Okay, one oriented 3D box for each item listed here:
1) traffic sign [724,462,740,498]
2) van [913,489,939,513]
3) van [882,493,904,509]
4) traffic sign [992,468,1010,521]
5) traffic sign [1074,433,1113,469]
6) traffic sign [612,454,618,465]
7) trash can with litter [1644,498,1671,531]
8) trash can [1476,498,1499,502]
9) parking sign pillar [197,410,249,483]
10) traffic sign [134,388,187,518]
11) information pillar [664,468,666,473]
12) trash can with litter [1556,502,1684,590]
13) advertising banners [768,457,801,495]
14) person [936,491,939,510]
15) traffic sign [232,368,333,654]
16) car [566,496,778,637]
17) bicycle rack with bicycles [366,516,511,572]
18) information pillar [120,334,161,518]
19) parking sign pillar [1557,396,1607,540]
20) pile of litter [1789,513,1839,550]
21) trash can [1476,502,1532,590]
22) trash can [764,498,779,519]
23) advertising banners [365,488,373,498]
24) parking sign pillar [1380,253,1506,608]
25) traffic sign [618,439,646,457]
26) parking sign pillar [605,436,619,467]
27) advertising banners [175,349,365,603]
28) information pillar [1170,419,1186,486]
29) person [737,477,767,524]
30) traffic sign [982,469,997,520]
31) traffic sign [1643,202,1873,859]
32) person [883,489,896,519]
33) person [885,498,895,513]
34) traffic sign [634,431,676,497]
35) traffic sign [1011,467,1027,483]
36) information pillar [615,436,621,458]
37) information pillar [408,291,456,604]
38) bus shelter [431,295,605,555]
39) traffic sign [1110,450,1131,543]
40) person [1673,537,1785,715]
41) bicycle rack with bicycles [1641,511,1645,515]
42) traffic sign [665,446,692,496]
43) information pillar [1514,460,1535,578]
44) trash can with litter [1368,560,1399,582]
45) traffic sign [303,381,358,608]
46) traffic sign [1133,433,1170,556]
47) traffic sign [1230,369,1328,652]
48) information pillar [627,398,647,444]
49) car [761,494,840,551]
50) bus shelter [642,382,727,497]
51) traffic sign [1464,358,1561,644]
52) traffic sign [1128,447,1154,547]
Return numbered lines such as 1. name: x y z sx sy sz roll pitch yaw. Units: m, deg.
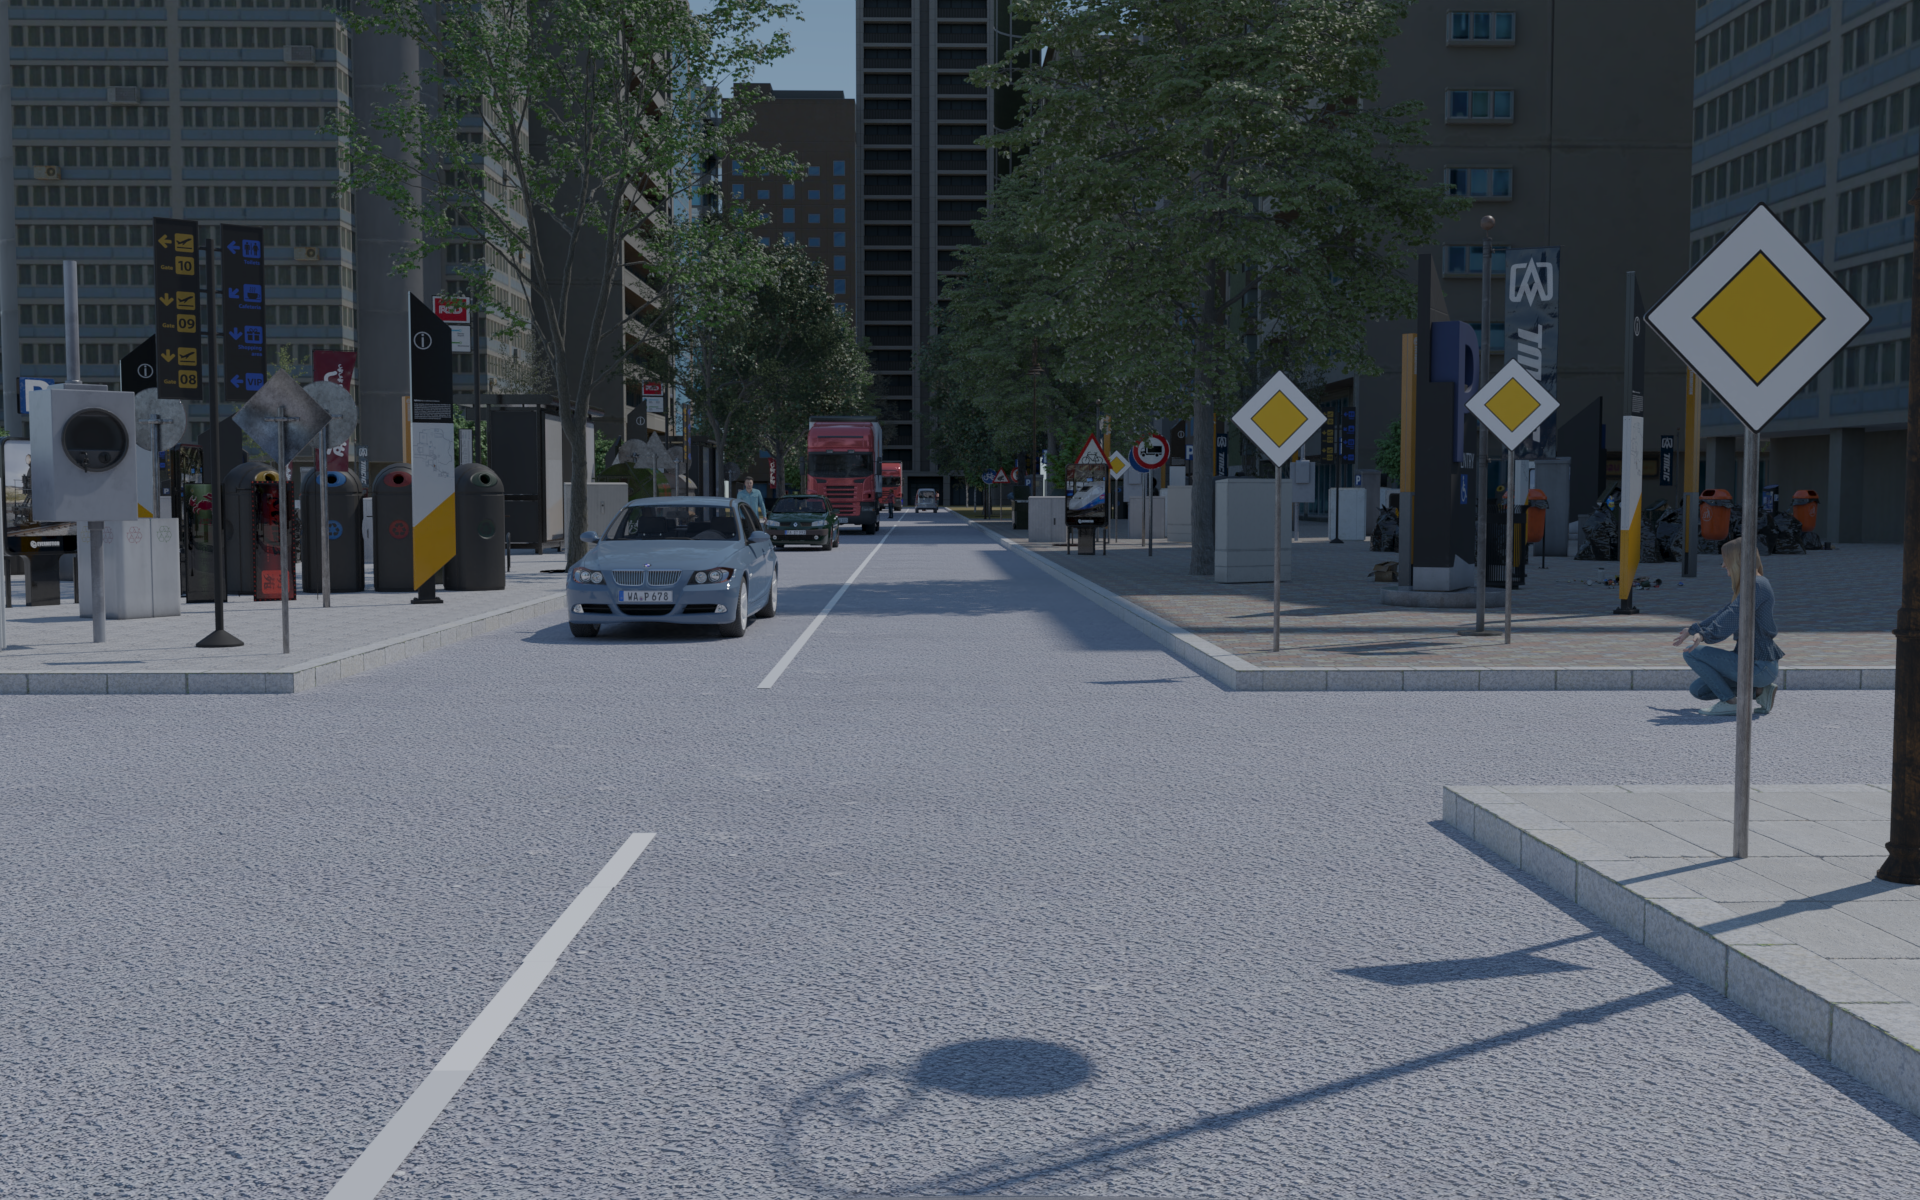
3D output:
1. traffic sign: -9.179 -4.233 69.312 0.768 2.556 0.104 0 4 1
2. van: -2.593 -7.660 132.252 2.013 2.044 4.112 0 4 -2
3. van: -6.434 -9.773 164.170 2.240 2.365 5.245 0 4 -1
4. traffic sign: 1.973 -5.076 83.001 0.884 2.594 0.081 0 4 7
5. traffic sign: 2.823 -2.264 37.026 0.884 2.594 0.081 0 4 4
6. traffic sign: -9.412 -2.948 48.205 0.884 2.594 0.081 0 4 8
7. trash can with litter: 17.995 -2.069 45.223 1.055 1.170 0.624 -1 4 -11
8. trash can: 17.783 -2.864 58.472 0.748 1.137 0.748 0 3 0
9. parking sign pillar: -23.370 -4.051 54.709 1.447 3.967 1.447 -2 4 -29
10. traffic sign: -9.642 -1.264 20.770 0.768 2.556 0.104 0 4 5
11. information pillar: -15.017 -5.917 88.093 0.504 3.616 0.183 1 4 11
12. trash can with litter: 9.237 -0.805 24.214 1.678 1.210 2.233 1 4 18
13. advertising banners: -8.433 -5.324 83.230 0.090 3.025 2.074 3 5 43
14. person: -2.051 -8.624 150.203 0.721 1.736 1.217 0 4 -6
15. traffic sign: -5.420 -0.626 13.877 0.795 2.450 0.064 0 4 -1
16. car: -3.017 -0.420 18.868 2.014 1.417 4.499 0 4 0
17. bicycle rack with bicycles: -8.589 -0.950 28.921 2.852 0.926 2.925 -1 4 -13
18. information pillar: -11.897 -2.070 25.191 0.504 3.616 0.183 -2 4 -30
19. parking sign pillar: 17.353 -3.664 48.372 1.447 3.967 1.447 -3 4 -38
20. pile of litter: 19.488 -1.607 40.246 1.176 0.858 1.719 -2 4 -27
21. trash can: 7.323 -0.718 23.393 0.748 1.137 0.748 0 3 0
22. trash can: -7.141 -3.330 66.102 0.748 1.137 0.748 0 3 0
23. advertising banners: -16.729 -3.188 48.318 2.074 3.025 0.090 0 4 2
24. parking sign pillar: 5.630 -1.929 20.017 1.447 3.967 1.447 2 4 28
25. traffic sign: -7.525 -2.444 40.069 0.768 2.556 0.104 0 4 2
26. parking sign pillar: -16.109 -5.666 81.104 1.447 3.967 1.447 -3 5 -40
27. advertising banners: -8.245 -1.498 20.679 2.074 3.025 0.090 -2 4 -29
28. information pillar: 6.539 -3.707 51.965 0.504 3.616 0.183 -1 4 -16
29. person: -4.684 -1.852 38.798 0.660 1.820 0.620 -1 4 -19
30. traffic sign: 1.484 -5.315 87.008 0.768 2.556 0.104 0 4 2
31. traffic sign: 2.754 -0.147 6.054 0.795 2.450 0.064 0 4 -1
32. person: -4.125 -5.648 101.566 0.721 1.743 1.217 -3 4 -38
33. person: -5.303 -7.339 131.721 0.991 1.433 0.599 0 4 5
34. traffic sign: -6.301 -2.189 35.786 0.884 2.594 0.081 0 3 0
35. traffic sign: 2.731 -4.891 80.067 0.768 2.556 0.104 0 4 7
36. information pillar: -13.666 -4.771 69.355 0.183 3.616 0.504 1 4 10
37. information pillar: -6.171 -1.765 20.216 0.504 3.616 0.183 -2 4 -29
38. bus shelter: -9.629 -3.678 37.764 2.179 5.291 8.768 0 4 -1
39. traffic sign: 4.111 -2.711 45.509 0.795 2.450 0.064 0 4 6
40. person: 4.942 0.168 11.254 0.738 1.151 1.012 2 4 32
41. bicycle rack with bicycles: 20.118 -2.454 53.497 2.925 0.926 2.852 2 4 28
42. traffic sign: -7.547 -2.823 46.254 0.768 2.556 0.104 0 4 1
43. information pillar: 8.655 -2.160 26.672 0.183 3.616 0.504 2 4 33
44. trash can with litter: 6.469 -0.843 25.169 1.055 1.170 0.624 2 4 29
45. traffic sign: -7.163 -1.186 19.505 0.768 2.556 0.104 0 4 1
46. traffic sign: 3.931 -2.175 35.675 0.768 2.556 0.104 0 4 1
47. traffic sign: 2.573 -0.636 14.037 0.795 2.450 0.064 0 4 -1
48. information pillar: -7.877 -3.122 42.402 0.504 3.616 0.183 0 4 -4
49. car: -4.097 -2.155 45.025 2.009 1.686 4.222 0 4 0
50. bus shelter: -10.136 -5.259 63.614 2.179 5.291 8.768 0 4 -1
51. traffic sign: 4.686 -0.830 14.759 0.795 2.450 0.064 0 4 8
52. traffic sign: 4.478 -2.574 42.189 0.768 2.556 0.104 0 4 2
